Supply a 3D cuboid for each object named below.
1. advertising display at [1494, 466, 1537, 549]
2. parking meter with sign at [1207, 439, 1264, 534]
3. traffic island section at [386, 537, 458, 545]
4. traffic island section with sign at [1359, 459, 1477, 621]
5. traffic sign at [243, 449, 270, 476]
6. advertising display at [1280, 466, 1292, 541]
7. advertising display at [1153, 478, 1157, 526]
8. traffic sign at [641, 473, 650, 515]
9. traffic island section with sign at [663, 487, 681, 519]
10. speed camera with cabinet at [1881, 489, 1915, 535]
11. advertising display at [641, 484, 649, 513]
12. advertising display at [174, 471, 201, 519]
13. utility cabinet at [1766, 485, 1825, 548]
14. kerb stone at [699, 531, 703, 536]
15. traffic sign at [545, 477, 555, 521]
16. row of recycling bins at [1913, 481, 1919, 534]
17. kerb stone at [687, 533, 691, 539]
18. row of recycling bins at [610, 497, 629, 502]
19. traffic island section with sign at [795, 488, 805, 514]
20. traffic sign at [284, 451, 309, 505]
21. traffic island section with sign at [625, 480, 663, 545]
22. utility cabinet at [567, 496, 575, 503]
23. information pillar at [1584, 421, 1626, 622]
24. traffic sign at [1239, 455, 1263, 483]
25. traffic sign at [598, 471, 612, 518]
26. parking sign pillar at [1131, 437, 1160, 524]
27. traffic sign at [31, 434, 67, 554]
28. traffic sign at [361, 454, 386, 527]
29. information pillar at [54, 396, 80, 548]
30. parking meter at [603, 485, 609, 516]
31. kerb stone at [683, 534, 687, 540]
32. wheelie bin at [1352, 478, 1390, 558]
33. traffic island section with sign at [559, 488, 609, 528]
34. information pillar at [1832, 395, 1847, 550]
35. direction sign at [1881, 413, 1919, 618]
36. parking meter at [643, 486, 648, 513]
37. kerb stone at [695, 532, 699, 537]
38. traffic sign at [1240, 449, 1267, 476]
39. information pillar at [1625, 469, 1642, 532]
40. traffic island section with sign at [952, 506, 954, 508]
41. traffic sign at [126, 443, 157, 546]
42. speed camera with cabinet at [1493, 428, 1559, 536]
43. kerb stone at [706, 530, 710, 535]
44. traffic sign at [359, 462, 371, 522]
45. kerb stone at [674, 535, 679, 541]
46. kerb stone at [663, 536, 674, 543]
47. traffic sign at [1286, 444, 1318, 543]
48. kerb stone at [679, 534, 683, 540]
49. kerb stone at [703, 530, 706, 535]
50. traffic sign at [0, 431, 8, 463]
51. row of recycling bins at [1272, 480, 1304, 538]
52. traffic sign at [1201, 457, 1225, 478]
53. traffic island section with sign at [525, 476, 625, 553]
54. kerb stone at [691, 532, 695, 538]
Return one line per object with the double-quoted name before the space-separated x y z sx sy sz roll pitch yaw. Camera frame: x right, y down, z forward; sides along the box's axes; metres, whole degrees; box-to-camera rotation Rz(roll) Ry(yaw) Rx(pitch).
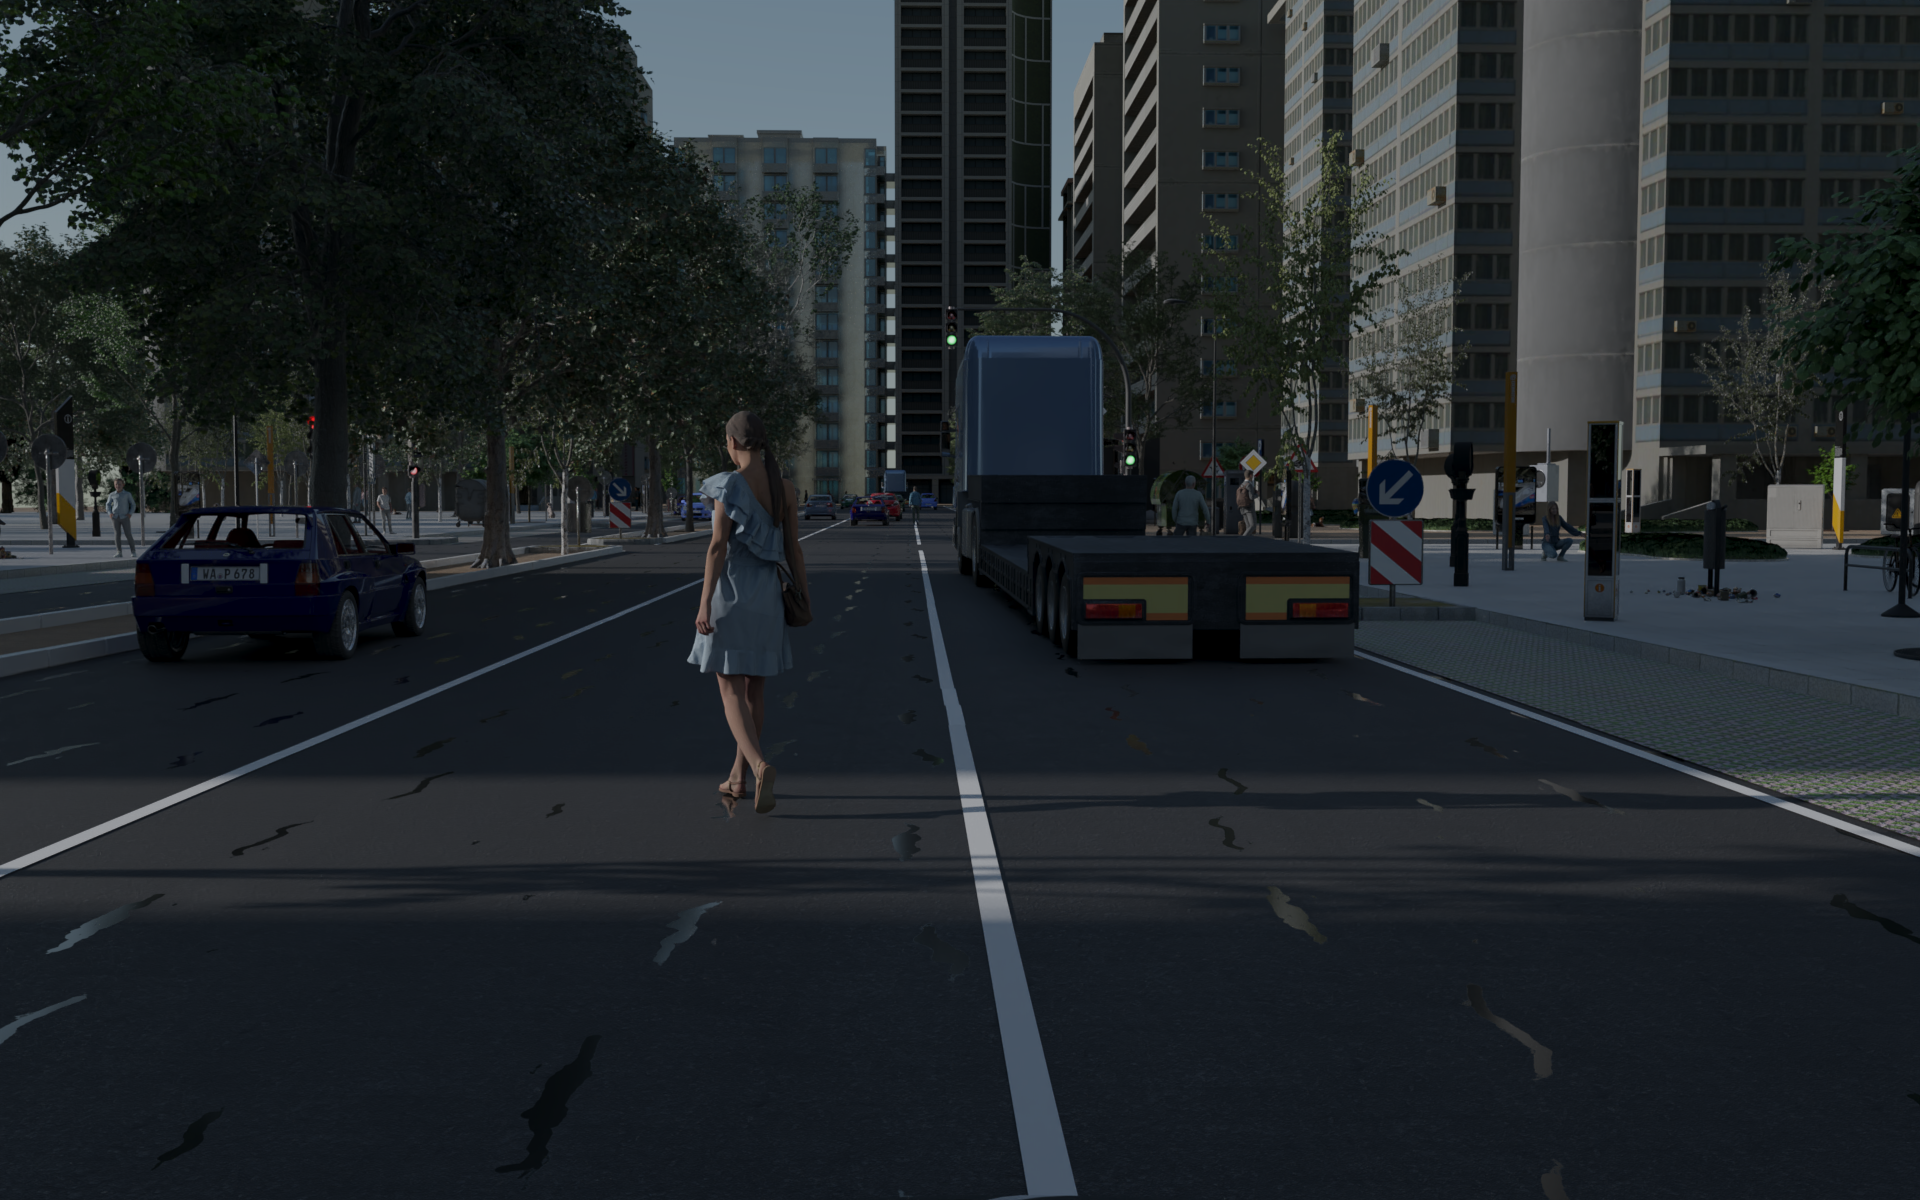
"advertising display" 12.872 -2.136 40.140 0.974 1.923 0.123 0 4 -8
"parking meter with sign" 8.751 -3.600 55.125 1.738 3.016 0.543 0 4 -3
"traffic island section" -15.729 -1.696 50.017 2.009 0.180 2.903 0 4 -2
"traffic island section with sign" 4.800 -0.719 20.390 1.989 1.847 2.006 0 4 -2
"traffic sign" -20.481 -3.101 50.441 0.795 2.593 0.064 0 4 0
"advertising display" 7.548 -2.134 40.107 0.123 1.923 0.974 0 4 3
"advertising display" 8.168 -3.956 69.896 0.974 1.923 0.123 -3 5 -40
"traffic sign" -19.298 -6.520 106.710 0.768 2.556 0.104 0 4 3
"traffic island section with sign" -16.928 -5.693 101.709 1.989 1.847 2.006 0 4 -2
"speed camera with cabinet" 29.733 -3.627 53.629 2.038 3.252 0.660 2 4 34
"advertising display" -20.943 -6.789 116.218 0.974 1.923 0.123 -3 4 -38
"advertising display" -22.147 -2.719 49.665 0.123 1.923 0.974 1 4 14
"utility cabinet" 19.643 -1.960 40.730 1.173 1.500 0.318 2 4 33
"kerb stone" -8.881 -2.216 58.434 0.120 0.150 1.000 0 4 -2
"traffic sign" -19.439 -4.972 81.302 0.884 2.594 0.081 0 4 3
"row of recycling bins" 24.305 -2.092 41.323 3.534 1.692 1.069 -1 4 -15
"kerb stone" -8.799 -2.029 55.362 0.120 0.150 1.000 0 4 -2
"row of recycling bins" -21.861 -6.381 111.448 1.069 1.692 3.534 -1 4 -17
"traffic island section with sign" -11.885 -7.145 124.955 2.006 1.907 1.989 0 4 -2
"traffic sign" -19.442 -3.096 50.732 0.768 2.556 0.104 0 4 5
"traffic island section with sign" -9.672 -2.551 49.849 2.006 1.907 1.989 0 4 -2
"utility cabinet" -22.094 -5.314 98.042 0.306 1.237 1.020 -2 4 -31
"information pillar" 6.514 -0.798 17.539 0.304 2.012 0.304 2 4 28
"traffic sign" 9.325 -3.396 55.637 0.768 2.556 0.104 0 4 1
"traffic sign" -19.369 -5.767 94.397 0.768 2.556 0.104 0 4 1
"parking sign pillar" 7.946 -5.275 74.717 1.447 3.967 1.447 0 3 0
"traffic sign" -19.312 -2.240 36.727 0.768 2.556 0.104 0 3 0
"traffic sign" -18.300 -3.299 54.042 0.768 2.556 0.104 0 4 4
"information pillar" -21.276 -3.049 41.207 0.183 3.616 0.504 1 4 20
"parking meter" -20.478 -5.781 100.235 0.255 1.863 0.399 -3 4 -39
"kerb stone" -8.772 -1.966 54.340 0.120 0.150 1.000 0 4 -2
"wheelie bin" 8.316 -1.633 34.604 0.980 1.594 0.693 1 4 17
"traffic island section with sign" -16.121 -4.036 74.619 1.989 1.847 2.006 0 4 -2
"information pillar" 20.218 -2.962 39.790 0.183 3.616 0.504 0 4 7
"direction sign" 9.837 -1.590 17.992 0.379 3.537 0.876 3 5 39
"parking meter" -20.814 -6.665 114.688 0.255 1.863 0.399 -2 4 -32
"kerb stone" -8.856 -2.154 57.409 0.120 0.150 1.000 0 4 -2
"traffic sign" 8.617 -3.122 50.783 0.795 2.593 0.064 0 4 6
"information pillar" 19.628 -2.814 50.495 0.304 2.012 0.304 -1 4 -18
"traffic island section with sign" 0.134 -10.435 179.240 1.989 1.847 2.006 0 4 -2
"traffic sign" -20.243 -2.614 42.847 0.768 2.556 0.104 0 4 1
"speed camera with cabinet" 17.196 -3.567 52.658 0.660 3.252 2.038 -2 4 -31
"kerb stone" -8.944 -2.342 60.485 0.120 0.150 1.000 0 4 -2
"traffic sign" -21.357 -3.823 62.612 0.768 2.556 0.104 0 4 1
"kerb stone" -8.703 -1.841 52.292 0.120 0.150 1.000 0 4 -2
"kerb stone" -8.683 -1.778 51.262 0.120 0.150 1.000 0 4 -2
"traffic sign" 8.316 -2.593 42.392 0.884 2.594 0.081 0 4 -1
"kerb stone" -8.741 -1.904 53.318 0.120 0.150 1.000 0 4 -2
"kerb stone" -8.919 -2.272 59.456 0.120 0.150 1.000 0 4 -2
"traffic sign" -18.178 -1.974 32.380 0.768 2.556 0.104 0 4 2
"row of recycling bins" 9.883 -2.738 51.881 1.069 1.692 3.534 1 4 9
"traffic sign" 8.225 -3.435 56.165 0.884 2.594 0.081 0 4 3
"traffic island section with sign" -9.465 -2.098 42.445 2.006 1.907 1.989 0 4 -2
"kerb stone" -8.833 -2.085 56.388 0.120 0.150 1.000 0 4 -2
